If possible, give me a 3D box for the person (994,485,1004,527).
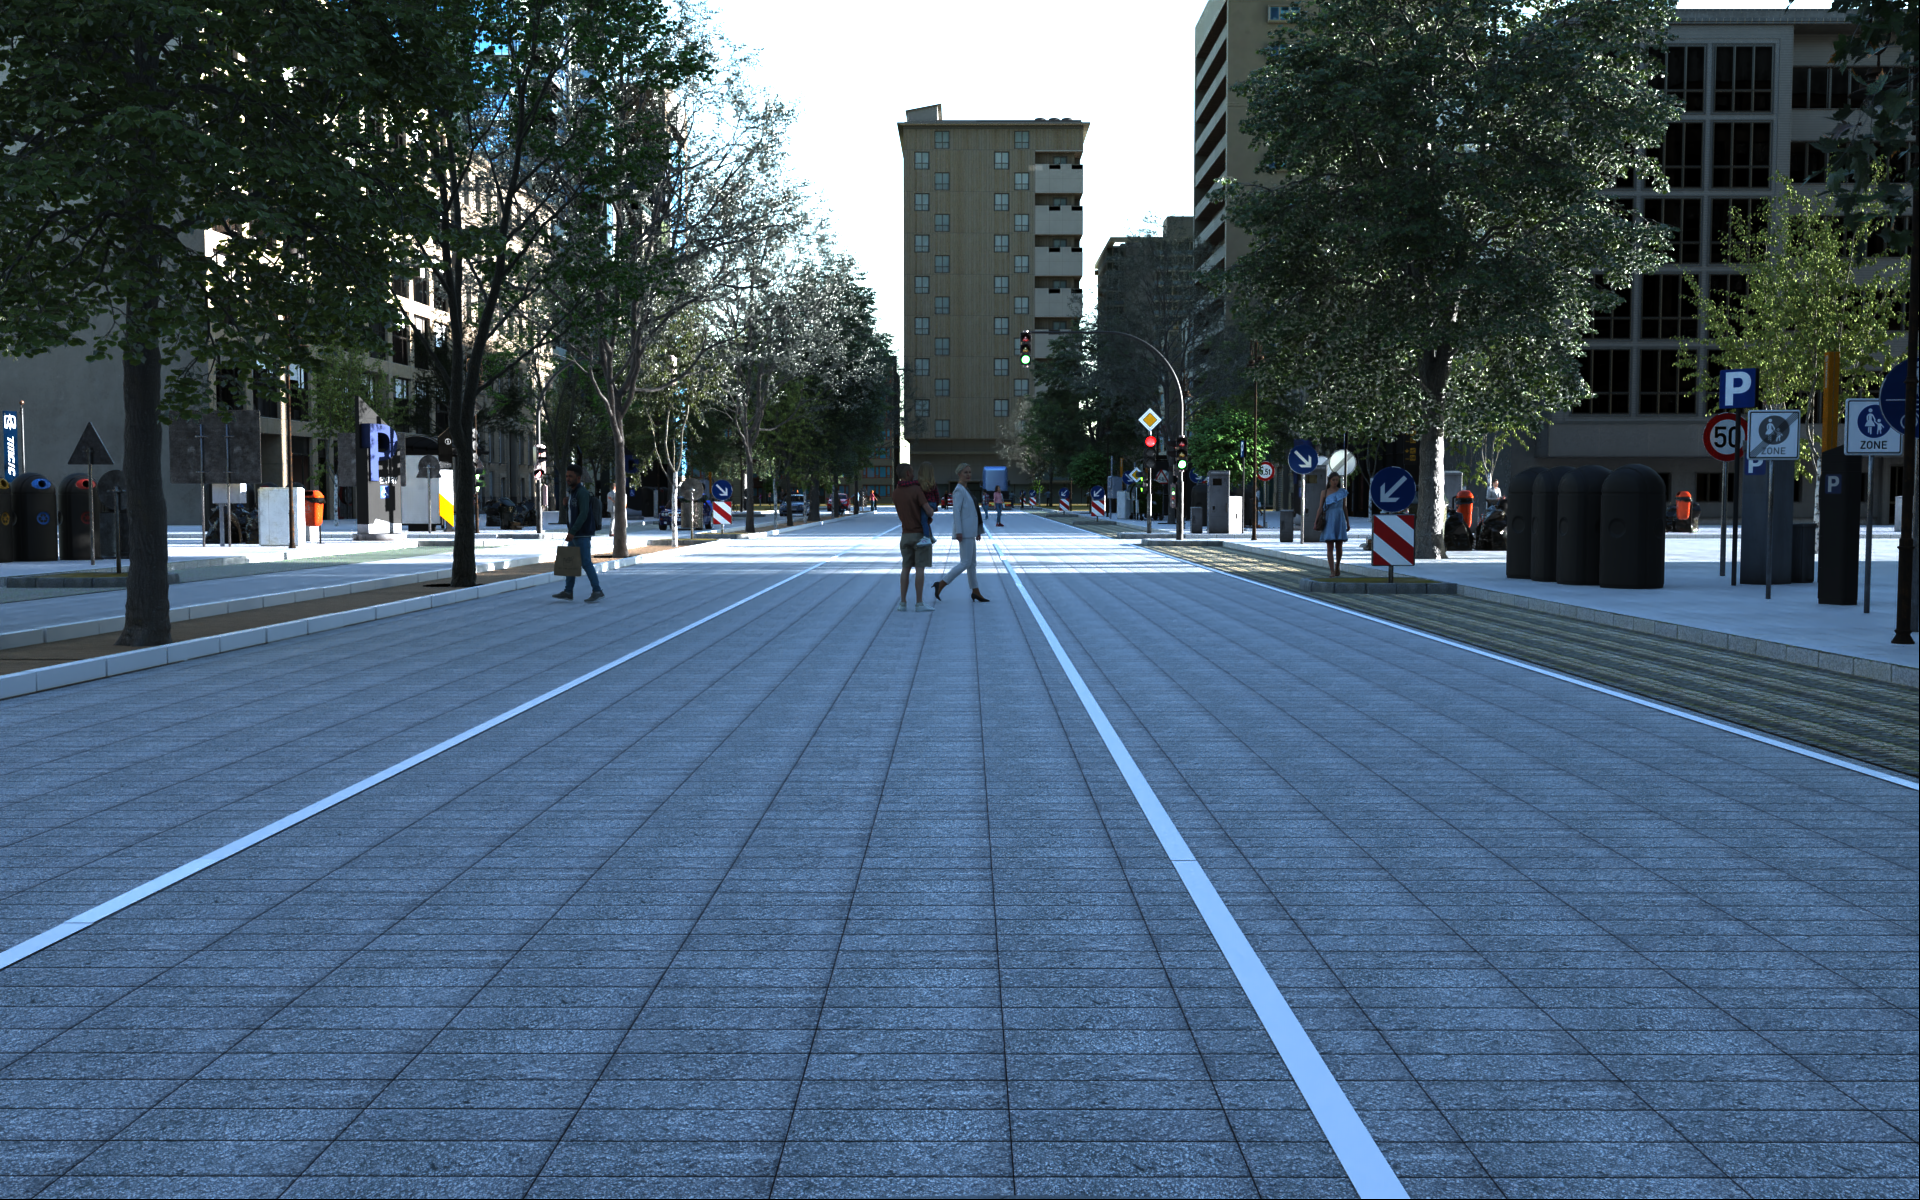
[{"bbox_3d":[1.684,-4.152,76.389,0.388,1.821,0.555,2,4,35],"label":"person"}]

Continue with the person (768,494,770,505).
[{"bbox_3d":[-22.412,-12.021,203.299,0.721,1.736,1.217,-1,4,-13],"label":"person"}]

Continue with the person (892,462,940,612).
[{"bbox_3d":[-0.524,-0.779,21.215,0.580,1.828,0.573,-1,4,-11],"label":"person"}]

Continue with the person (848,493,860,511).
[{"bbox_3d":[-8.090,-7.803,136.060,1.348,1.826,0.705,0,4,-6],"label":"person"}]

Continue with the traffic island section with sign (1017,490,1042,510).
[{"bbox_3d":[6.502,-9.152,158.264,1.989,1.847,2.006,0,4,0],"label":"traffic island section with sign"}]

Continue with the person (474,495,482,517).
[{"bbox_3d":[-26.507,-5.285,95.045,0.503,1.515,0.523,3,4,37],"label":"person"}]

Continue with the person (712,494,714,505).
[{"bbox_3d":[-24.386,-9.994,169.970,0.750,1.759,0.617,3,5,45],"label":"person"}]

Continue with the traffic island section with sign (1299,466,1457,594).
[{"bbox_3d":[6.104,-1.039,25.613,1.989,1.847,2.006,0,4,0],"label":"traffic island section with sign"}]

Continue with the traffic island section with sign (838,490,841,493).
[{"bbox_3d":[-13.035,-10.822,185.567,1.989,1.847,2.006,0,4,0],"label":"traffic island section with sign"}]

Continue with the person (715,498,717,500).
[{"bbox_3d":[-27.241,-11.499,194.067,1.348,1.822,0.705,2,4,24],"label":"person"}]

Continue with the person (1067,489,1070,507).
[{"bbox_3d":[10.405,-9.831,167.458,0.721,1.739,1.217,2,4,23],"label":"person"}]

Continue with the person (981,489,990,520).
[{"bbox_3d":[1.442,-5.315,96.234,0.643,1.720,0.563,-3,4,-38],"label":"person"}]

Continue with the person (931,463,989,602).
[{"bbox_3d":[0.004,-0.888,22.904,0.818,1.842,0.514,-1,4,-11],"label":"person"}]

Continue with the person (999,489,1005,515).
[{"bbox_3d":[2.686,-6.579,116.418,0.694,1.780,0.624,0,4,5],"label":"person"}]

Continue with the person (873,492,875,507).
[{"bbox_3d":[-9.681,-11.326,193.809,0.705,1.807,1.348,1,4,10],"label":"person"}]

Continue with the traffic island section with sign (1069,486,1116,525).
[{"bbox_3d":[6.279,-4.433,81.108,1.989,1.847,2.006,0,4,0],"label":"traffic island section with sign"}]

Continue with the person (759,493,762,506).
[{"bbox_3d":[-21.790,-10.951,188.320,0.599,1.433,0.991,0,4,4],"label":"person"}]

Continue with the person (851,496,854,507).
[{"bbox_3d":[-11.550,-10.884,189.721,1.065,1.426,0.557,2,4,26],"label":"person"}]

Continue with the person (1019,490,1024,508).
[{"bbox_3d":[6.383,-10.380,178.222,0.705,1.823,1.348,1,4,20],"label":"person"}]

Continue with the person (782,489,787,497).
[{"bbox_3d":[-16.224,-9.467,161.355,0.721,1.766,1.217,-3,5,-42],"label":"person"}]

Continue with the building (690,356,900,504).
[{"bbox_3d":[-23.345,-24.326,242.764,28.899,21.520,27.650,0,4,0],"label":"building"}]

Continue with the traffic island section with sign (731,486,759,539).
[{"bbox_3d":[-7.625,-2.940,56.211,2.006,1.907,1.989,0,4,0],"label":"traffic island section with sign"}]

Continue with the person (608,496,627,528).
[{"bbox_3d":[-10.659,-2.752,54.069,0.480,1.755,0.524,3,5,41],"label":"person"}]

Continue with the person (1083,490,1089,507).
[{"bbox_3d":[13.172,-10.437,177.416,1.217,1.736,0.721,2,4,25],"label":"person"}]

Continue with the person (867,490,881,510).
[{"bbox_3d":[-7.535,-8.798,152.372,1.348,1.821,0.705,1,4,22],"label":"person"}]

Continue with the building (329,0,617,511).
[{"bbox_3d":[-40.943,-50.975,146.114,22.319,86.520,31.000,0,4,0],"label":"building"}]

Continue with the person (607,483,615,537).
[{"bbox_3d":[-11.614,-3.042,58.441,0.583,1.804,0.606,-3,5,-42],"label":"person"}]

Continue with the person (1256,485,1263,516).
[{"bbox_3d":[17.335,-5.761,100.593,0.624,1.780,0.694,0,4,7],"label":"person"}]

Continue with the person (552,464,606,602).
[{"bbox_3d":[-5.036,-0.875,22.790,0.713,1.824,0.794,0,4,-8],"label":"person"}]

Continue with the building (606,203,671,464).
[{"bbox_3d":[-36.624,-24.381,170.333,14.160,30.474,14.107,0,4,0],"label":"building"}]

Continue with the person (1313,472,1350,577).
[{"bbox_3d":[6.365,-1.287,29.643,0.616,1.811,0.778,1,4,14],"label":"person"}]

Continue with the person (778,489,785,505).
[{"bbox_3d":[-17.979,-10.326,175.425,0.990,1.755,0.434,1,4,22],"label":"person"}]

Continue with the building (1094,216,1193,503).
[{"bbox_3d":[31.693,-33.826,244.930,23.993,40.220,32.217,0,4,0],"label":"building"}]

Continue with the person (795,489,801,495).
[{"bbox_3d":[-12.552,-7.642,133.467,1.348,1.821,0.705,2,4,30],"label":"person"}]

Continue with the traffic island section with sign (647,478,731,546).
[{"bbox_3d":[-7.657,-2.487,48.804,2.006,1.907,1.989,0,4,0],"label":"traffic island section with sign"}]

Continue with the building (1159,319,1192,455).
[{"bbox_3d":[36.005,-20.446,179.329,27.650,21.520,28.899,0,4,0],"label":"building"}]

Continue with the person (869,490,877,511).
[{"bbox_3d":[-6.913,-7.874,137.962,0.721,1.743,1.217,-2,4,-31],"label":"person"}]

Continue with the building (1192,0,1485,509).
[{"bbox_3d":[32.664,-32.392,153.312,21.300,48.544,21.600,0,4,0],"label":"building"}]

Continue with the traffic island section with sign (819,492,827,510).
[{"bbox_3d":[-13.112,-9.173,158.612,1.989,1.847,2.006,0,4,0],"label":"traffic island section with sign"}]

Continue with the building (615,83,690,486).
[{"bbox_3d":[-37.372,-32.798,186.353,14.200,45.320,14.600,0,4,0],"label":"building"}]

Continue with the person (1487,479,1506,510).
[{"bbox_3d":[18.387,-3.247,59.333,0.606,1.804,0.583,-2,4,-31],"label":"person"}]

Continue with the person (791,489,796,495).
[{"bbox_3d":[-16.041,-9.712,165.277,0.683,1.767,0.568,-3,5,-41],"label":"person"}]

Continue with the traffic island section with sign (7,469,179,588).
[{"bbox_3d":[-13.505,-1.139,27.258,1.989,1.847,2.006,0,4,0],"label":"traffic island section with sign"}]

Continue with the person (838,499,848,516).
[{"bbox_3d":[-7.711,-6.038,112.720,1.012,1.151,0.738,-2,4,-29],"label":"person"}]

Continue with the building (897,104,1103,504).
[{"bbox_3d":[5.531,-39.946,242.349,27.495,52.752,28.713,0,4,0],"label":"building"}]

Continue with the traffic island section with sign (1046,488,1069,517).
[{"bbox_3d":[6.352,-6.082,108.063,1.989,1.847,2.006,0,4,0],"label":"traffic island section with sign"}]

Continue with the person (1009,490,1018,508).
[{"bbox_3d":[5.294,-10.239,175.991,1.350,1.814,0.705,2,4,33],"label":"person"}]

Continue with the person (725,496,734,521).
[{"bbox_3d":[-12.463,-5.179,93.366,0.526,1.800,0.537,-1,4,-17],"label":"person"}]

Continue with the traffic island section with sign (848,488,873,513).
[{"bbox_3d":[-7.410,-7.536,131.350,2.006,1.907,1.989,0,4,0],"label":"traffic island section with sign"}]

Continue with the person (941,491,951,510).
[{"bbox_3d":[-1.321,-9.204,159.510,1.217,1.766,0.721,-3,4,-38],"label":"person"}]

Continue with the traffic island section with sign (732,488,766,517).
[{"bbox_3d":[-13.269,-6.134,108.912,1.989,1.847,2.006,0,4,0],"label":"traffic island section with sign"}]

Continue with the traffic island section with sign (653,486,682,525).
[{"bbox_3d":[-13.349,-4.474,81.784,1.989,1.847,2.006,0,4,0],"label":"traffic island section with sign"}]
